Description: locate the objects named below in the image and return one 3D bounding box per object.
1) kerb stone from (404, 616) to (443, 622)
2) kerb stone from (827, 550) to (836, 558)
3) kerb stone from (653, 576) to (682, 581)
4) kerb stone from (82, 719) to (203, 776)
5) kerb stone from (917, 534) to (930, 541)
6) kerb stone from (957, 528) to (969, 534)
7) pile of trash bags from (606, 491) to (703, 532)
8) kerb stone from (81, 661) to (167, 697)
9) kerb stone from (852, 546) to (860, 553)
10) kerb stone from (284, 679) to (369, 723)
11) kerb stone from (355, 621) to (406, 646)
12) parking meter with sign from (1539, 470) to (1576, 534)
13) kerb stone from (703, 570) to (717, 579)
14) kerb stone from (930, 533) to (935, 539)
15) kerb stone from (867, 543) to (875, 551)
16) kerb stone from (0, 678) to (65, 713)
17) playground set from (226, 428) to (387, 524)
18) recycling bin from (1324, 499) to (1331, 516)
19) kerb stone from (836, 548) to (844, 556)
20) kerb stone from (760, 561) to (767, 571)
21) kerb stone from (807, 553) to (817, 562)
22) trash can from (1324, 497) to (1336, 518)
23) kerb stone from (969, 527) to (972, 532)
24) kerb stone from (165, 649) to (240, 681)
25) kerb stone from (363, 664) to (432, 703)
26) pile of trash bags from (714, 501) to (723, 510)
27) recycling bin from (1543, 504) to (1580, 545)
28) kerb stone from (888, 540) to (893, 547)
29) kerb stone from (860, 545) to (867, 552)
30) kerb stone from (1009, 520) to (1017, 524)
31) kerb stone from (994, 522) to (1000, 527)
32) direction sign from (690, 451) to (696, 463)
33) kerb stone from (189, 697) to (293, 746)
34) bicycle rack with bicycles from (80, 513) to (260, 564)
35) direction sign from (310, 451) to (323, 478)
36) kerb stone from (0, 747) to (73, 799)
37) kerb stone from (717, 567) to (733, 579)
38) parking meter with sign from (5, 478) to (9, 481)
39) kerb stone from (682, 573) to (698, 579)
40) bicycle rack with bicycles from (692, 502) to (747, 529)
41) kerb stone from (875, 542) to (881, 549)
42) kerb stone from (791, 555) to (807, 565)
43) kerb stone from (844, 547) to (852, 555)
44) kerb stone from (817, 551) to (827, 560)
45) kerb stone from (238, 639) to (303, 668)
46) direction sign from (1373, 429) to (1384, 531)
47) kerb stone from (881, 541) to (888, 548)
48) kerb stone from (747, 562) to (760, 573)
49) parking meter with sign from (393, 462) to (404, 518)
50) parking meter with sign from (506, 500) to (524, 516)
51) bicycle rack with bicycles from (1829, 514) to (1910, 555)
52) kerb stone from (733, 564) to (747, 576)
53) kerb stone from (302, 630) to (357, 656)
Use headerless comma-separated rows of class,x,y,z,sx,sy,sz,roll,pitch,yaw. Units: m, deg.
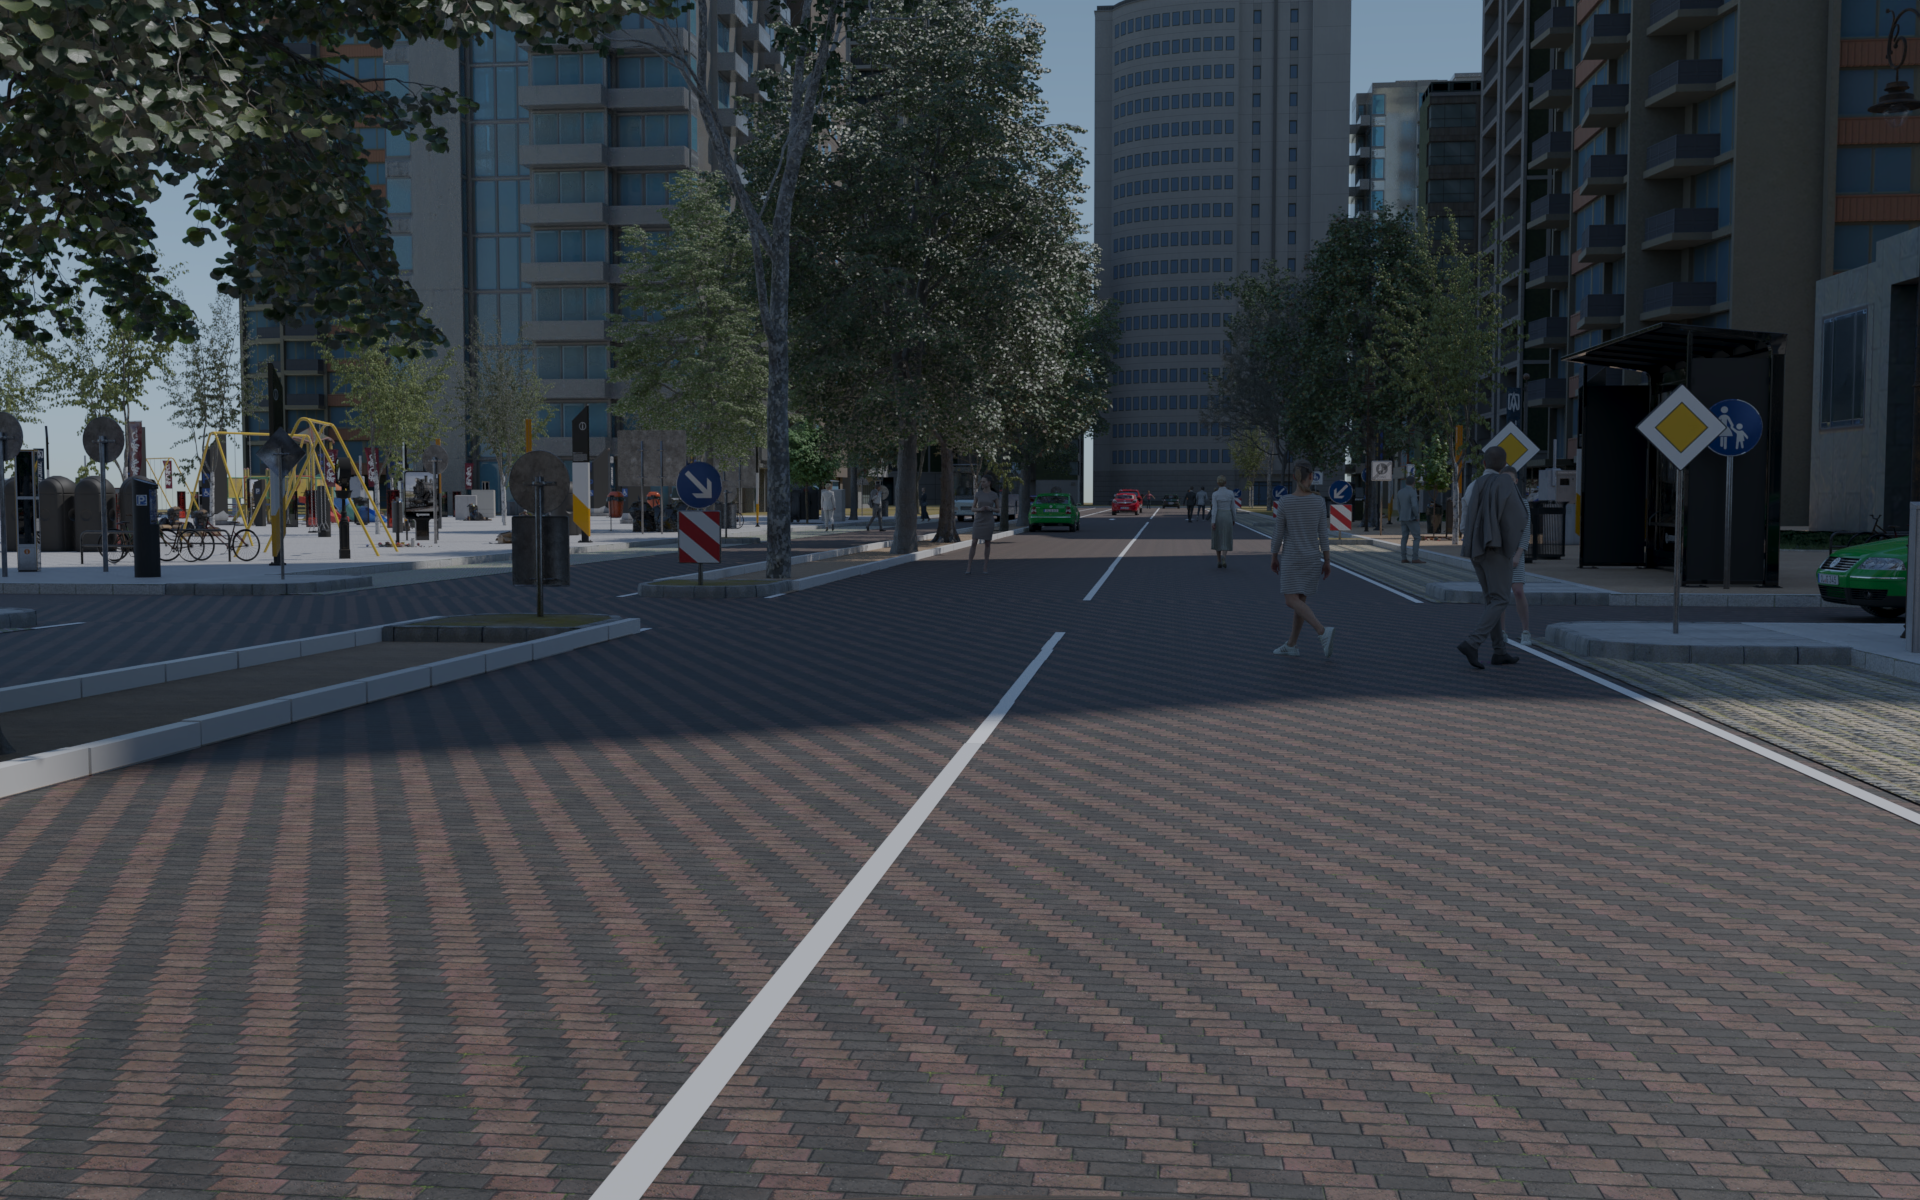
kerb stone,-5.518,0.275,17.700,0.120,0.150,1.000,0,4,7
kerb stone,-2.984,-0.997,38.588,0.120,0.150,1.000,0,4,7
kerb stone,-4.464,-0.256,26.375,0.120,0.150,1.000,0,4,7
kerb stone,-4.416,0.796,9.311,0.120,0.150,1.000,0,4,7
kerb stone,-1.128,-1.927,53.855,0.120,0.150,1.000,0,4,7
kerb stone,0.104,-2.559,64.032,0.120,0.150,1.000,0,4,7
pile of trash bags,-10.723,-3.033,59.339,3.447,1.369,1.912,2,4,29
kerb stone,-6.138,0.587,12.616,0.120,0.150,1.000,0,4,7
kerb stone,-2.612,-1.186,41.650,0.120,0.150,1.000,0,4,7
kerb stone,-4.179,0.664,11.346,0.120,0.150,1.000,0,4,7
kerb stone,-5.644,0.339,16.686,0.120,0.150,1.000,0,4,7
parking meter with sign,19.622,-3.658,56.070,1.738,3.016,0.543,1,4,15
kerb stone,-4.215,-0.376,28.416,0.120,0.150,1.000,0,4,7
kerb stone,-1.005,-1.999,54.874,0.120,0.150,1.000,0,4,7
kerb stone,-2.360,-1.310,43.682,0.120,0.150,1.000,0,4,7
kerb stone,-6.258,0.648,11.600,0.120,0.150,1.000,0,4,7
playground set,-28.460,-5.404,75.141,5.637,4.214,5.302,1,4,18
recycling bin,20.275,-5.138,96.556,0.722,1.027,0.722,0,4,1
kerb stone,-2.860,-1.065,39.609,0.120,0.150,1.000,0,4,7
kerb stone,-3.724,-0.629,32.486,0.120,0.150,1.000,0,4,7
kerb stone,-3.233,-0.875,36.546,0.120,0.150,1.000,0,4,7
trash can,19.935,-4.985,93.152,0.748,1.137,0.748,0,3,0
kerb stone,0.232,-2.621,65.046,0.120,0.150,1.000,0,4,7
kerb stone,-6.017,0.527,13.639,0.120,0.150,1.000,0,4,7
kerb stone,-4.055,0.601,12.365,0.120,0.150,1.000,0,4,7
pile of trash bags,-11.441,-3.852,72.726,3.447,1.369,1.912,0,4,-7
recycling bin,15.201,-1.901,43.638,0.722,1.027,0.722,-2,4,-27
kerb stone,-1.994,-1.500,46.727,0.120,0.150,1.000,0,4,7
kerb stone,-2.487,-1.245,42.665,0.120,0.150,1.000,0,4,7
kerb stone,2.575,-3.800,84.361,0.120,0.150,1.000,0,4,7
kerb stone,1.716,-3.364,77.242,0.120,0.150,1.000,0,4,7
direction sign,-13.677,-5.920,88.795,0.379,3.537,0.876,1,4,12
kerb stone,-4.301,0.727,10.326,0.120,0.150,1.000,0,4,7
bicycle rack with bicycles,-15.025,-1.159,32.333,2.925,0.926,2.852,1,4,20
direction sign,-34.183,-6.115,91.977,0.379,3.537,0.876,2,4,35
kerb stone,-4.540,0.854,8.296,0.120,0.150,1.000,0,4,7
kerb stone,-4.089,-0.441,29.434,0.120,0.150,1.000,0,4,7
parking meter with sign,-46.490,-5.379,84.211,1.738,3.016,0.543,0,4,-7
kerb stone,-4.338,-0.313,27.392,0.120,0.150,1.000,0,4,7
bicycle rack with bicycles,-9.747,-3.065,63.494,2.925,0.926,2.852,3,4,36
kerb stone,-2.239,-1.376,44.697,0.120,0.150,1.000,0,4,7
kerb stone,-3.359,-0.814,35.531,0.120,0.150,1.000,0,4,7
kerb stone,-2.738,-1.127,40.629,0.120,0.150,1.000,0,4,7
kerb stone,-3.105,-0.940,37.568,0.120,0.150,1.000,0,4,7
kerb stone,-5.888,0.461,14.653,0.120,0.150,1.000,0,4,7
direction sign,14.746,-4.217,60.953,0.379,3.537,0.876,0,4,-2
kerb stone,-2.116,-1.438,45.712,0.120,0.150,1.000,0,4,7
kerb stone,-3.849,-0.567,31.464,0.120,0.150,1.000,0,4,7
parking meter with sign,-30.253,-5.981,94.054,0.543,3.016,1.738,-2,4,-31
parking meter with sign,-26.194,-6.540,103.185,0.543,3.016,1.738,3,4,38
bicycle rack with bicycles,16.515,-1.004,29.799,2.925,0.926,2.852,0,4,3
kerb stone,-3.976,-0.505,30.449,0.120,0.150,1.000,0,4,7
kerb stone,-5.767,0.403,15.668,0.120,0.150,1.000,0,4,7
